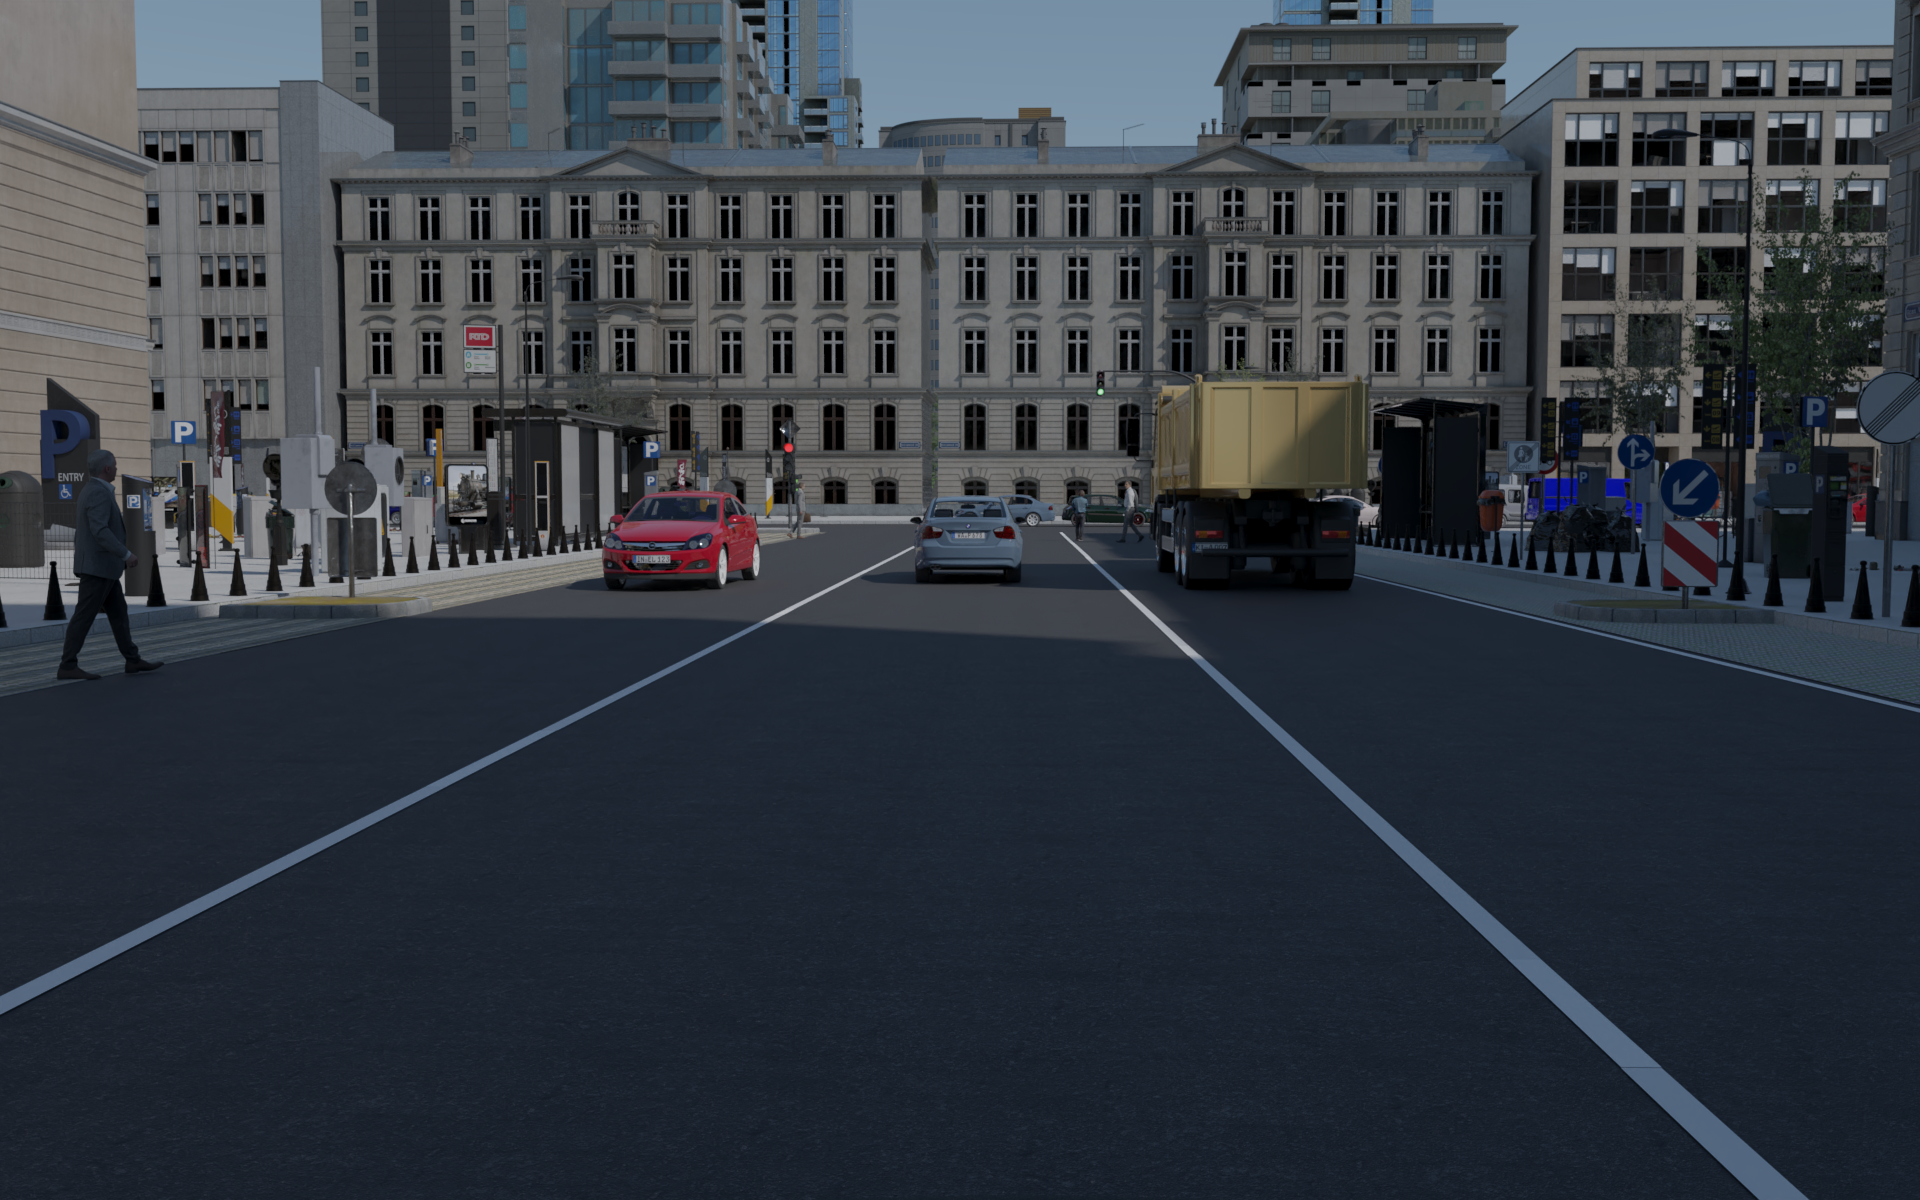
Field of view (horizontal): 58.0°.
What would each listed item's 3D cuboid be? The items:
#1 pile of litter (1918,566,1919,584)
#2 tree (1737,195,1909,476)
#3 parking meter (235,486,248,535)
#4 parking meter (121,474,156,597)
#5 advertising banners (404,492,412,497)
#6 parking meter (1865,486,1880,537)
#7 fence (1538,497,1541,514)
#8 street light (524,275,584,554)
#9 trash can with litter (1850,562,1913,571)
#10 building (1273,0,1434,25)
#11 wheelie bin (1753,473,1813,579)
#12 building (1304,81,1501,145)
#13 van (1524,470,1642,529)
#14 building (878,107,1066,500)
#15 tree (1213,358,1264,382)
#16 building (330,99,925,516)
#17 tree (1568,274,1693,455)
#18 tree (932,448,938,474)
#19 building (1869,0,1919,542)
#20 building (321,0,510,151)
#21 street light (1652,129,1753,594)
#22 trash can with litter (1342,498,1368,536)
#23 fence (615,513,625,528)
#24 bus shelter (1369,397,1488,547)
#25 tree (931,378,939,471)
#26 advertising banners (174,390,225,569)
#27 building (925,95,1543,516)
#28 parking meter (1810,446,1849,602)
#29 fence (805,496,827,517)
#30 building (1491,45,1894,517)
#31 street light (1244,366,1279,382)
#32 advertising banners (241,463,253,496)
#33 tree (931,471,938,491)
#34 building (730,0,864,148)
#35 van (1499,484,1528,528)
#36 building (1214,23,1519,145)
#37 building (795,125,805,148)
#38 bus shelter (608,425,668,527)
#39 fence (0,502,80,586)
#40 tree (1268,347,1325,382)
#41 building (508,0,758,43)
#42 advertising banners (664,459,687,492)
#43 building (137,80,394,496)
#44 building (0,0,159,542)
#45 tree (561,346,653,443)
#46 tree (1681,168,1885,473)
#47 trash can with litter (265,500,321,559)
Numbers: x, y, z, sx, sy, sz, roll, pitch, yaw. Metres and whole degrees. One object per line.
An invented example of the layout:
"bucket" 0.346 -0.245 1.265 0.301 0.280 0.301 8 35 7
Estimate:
"pile of litter" 13.000 -0.506 22.234 1.719 0.858 1.176 -1 4 -21
"tree" 21.420 -5.682 43.257 4.360 8.622 3.978 0 3 0
"parking meter" -22.616 -2.824 54.586 0.372 1.533 0.369 0 3 0
"parking meter" -10.317 -0.818 21.779 0.372 1.533 0.369 0 3 0
"advertising banners" -31.001 -6.021 94.634 2.074 3.025 0.090 -2 4 -31
"parking meter" 27.532 -2.680 52.235 0.372 1.533 0.369 0 3 0
"fence" 19.105 -2.803 57.035 0.480 1.192 2.264 1 4 16
"street light" -8.678 -3.936 36.891 1.470 5.913 1.316 0 4 2
"trash can with litter" 16.049 -1.110 29.198 2.233 1.210 1.678 0 4 2
"building" 59.905 -58.205 264.318 31.000 86.520 22.319 0 4 2
"wheelie bin" 12.623 -1.136 26.475 0.980 1.594 0.693 1 4 11
"building" 46.082 -29.105 167.749 32.217 40.220 23.993 0 4 2
"van" 24.353 -3.761 65.877 5.245 2.365 2.240 0 4 0
"building" 1.891 -44.353 267.175 28.212 58.520 21.231 0 4 2
"tree" 14.694 -8.717 92.882 4.737 8.622 4.395 0 3 0
"building" -18.930 -17.529 105.687 34.723 24.649 14.460 0 4 2
"tree" 22.486 -6.535 57.216 4.360 8.622 3.978 0 3 0
"tree" -4.271 -15.968 211.438 4.737 8.622 4.395 0 3 0
"building" 31.031 -14.587 35.764 12.463 27.353 25.104 0 4 2
"building" -58.880 -46.538 199.155 20.611 71.187 20.563 0 4 2
"street light" 9.497 -3.036 22.173 1.470 5.913 1.316 0 4 2
"trash can with litter" 12.111 -2.530 52.748 0.624 1.170 1.055 -2 4 -35
"fence" -10.098 -2.308 53.117 2.069 0.683 0.278 3 5 43
"bus shelter" 12.135 -3.298 45.209 1.731 3.624 6.357 0 4 2
"tree" -5.822 -15.252 156.019 9.857 13.997 8.962 0 3 0
"advertising banners" -13.110 -2.062 29.894 2.074 3.025 0.090 3 5 44
"building" 15.772 -17.457 104.506 34.723 24.649 14.460 0 4 2
"parking meter" 10.409 -0.919 20.735 0.255 1.863 0.399 0 4 -1
"fence" -7.999 -5.147 95.357 0.480 1.192 2.264 2 4 24
"building" 50.278 -18.431 105.867 34.151 26.468 19.350 0 4 2
"street light" 10.972 -5.526 62.885 1.470 5.913 1.316 0 4 2
"advertising banners" -40.081 -6.185 97.315 0.090 3.025 2.074 -3 4 -37
"tree" -4.207 -13.363 202.203 4.285 4.588 4.351 0 3 0
"building" -27.868 -58.397 267.465 31.000 86.520 22.319 0 4 2
"van" 23.876 -4.036 72.995 4.112 2.044 2.013 0 4 2
"building" 44.038 -36.936 193.147 28.713 52.752 27.495 0 4 2
"building" -33.407 -35.354 197.652 30.456 49.044 23.786 0 4 2
"bus shelter" -11.866 -4.311 61.766 1.731 3.624 6.357 0 4 2
"fence" -13.313 -0.822 24.636 2.264 1.192 0.480 1 4 19
"tree" 16.983 -8.287 85.858 4.360 8.622 3.978 0 3 0
"building" -30.273 -33.611 169.145 23.786 49.044 30.456 0 4 2
"advertising banners" -14.599 -5.527 86.551 2.074 3.025 0.090 -2 4 -31
"building" -46.276 -17.591 105.632 19.932 24.808 12.078 0 4 2
"building" -33.517 -15.794 44.133 20.117 28.700 13.634 0 4 2
"tree" -17.843 -8.368 87.171 4.360 8.622 3.978 0 3 0
"tree" 18.455 -5.390 38.485 4.737 8.622 4.395 0 3 0
"trash can with litter" -13.149 -1.393 34.166 1.055 1.170 0.624 -1 4 -21
